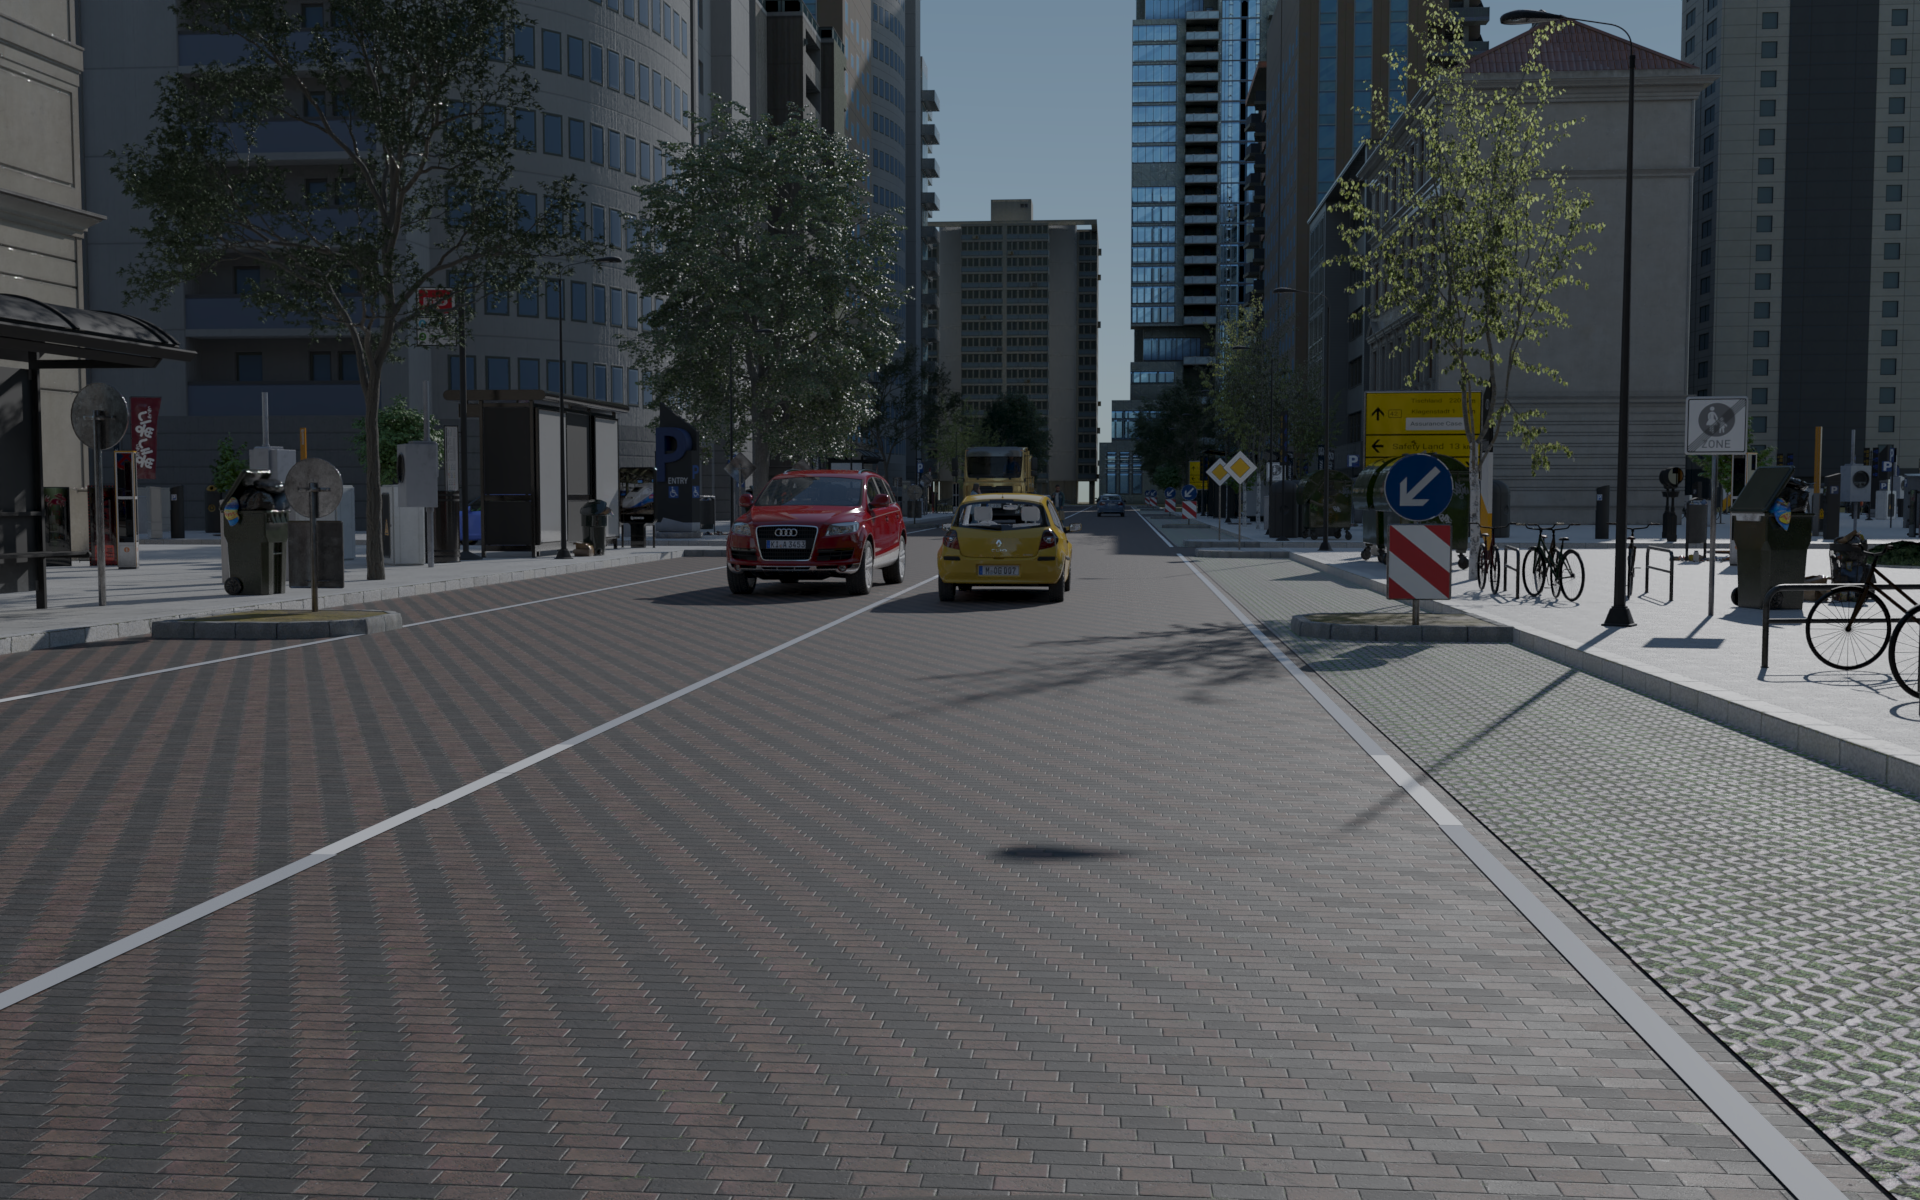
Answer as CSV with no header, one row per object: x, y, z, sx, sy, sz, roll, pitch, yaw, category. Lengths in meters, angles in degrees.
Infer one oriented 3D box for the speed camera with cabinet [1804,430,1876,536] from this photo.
26.765,-3.589,53.009,2.038,3.252,0.660,0,4,-6,speed camera with cabinet

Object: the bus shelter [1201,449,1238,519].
13.967,-6.232,93.169,1.731,3.624,6.357,0,4,5,bus shelter

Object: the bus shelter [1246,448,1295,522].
13.810,-5.149,78.107,2.014,3.302,5.546,0,4,5,bus shelter

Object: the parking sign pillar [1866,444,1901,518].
50.333,-6.486,94.511,1.447,3.967,1.447,0,4,-7,parking sign pillar

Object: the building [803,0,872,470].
-14.577,-29.463,131.834,14.600,45.320,14.200,0,4,5,building

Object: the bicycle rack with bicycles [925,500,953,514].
-1.760,-5.991,111.328,2.852,0.926,2.925,1,4,21,bicycle rack with bicycles

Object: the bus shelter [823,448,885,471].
-4.706,-5.090,77.144,2.014,3.302,5.546,0,4,5,bus shelter

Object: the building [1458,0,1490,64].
32.971,-29.798,137.302,14.600,45.320,14.200,0,4,5,building

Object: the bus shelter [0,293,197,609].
-9.785,-1.397,16.771,2.014,3.302,5.546,0,4,5,bus shelter

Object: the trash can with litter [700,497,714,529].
-9.355,-3.172,63.253,0.624,1.170,1.055,-2,4,-27,trash can with litter

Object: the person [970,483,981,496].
0.462,-2.970,57.323,0.793,1.790,0.793,3,4,39,person

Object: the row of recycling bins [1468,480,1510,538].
15.493,-2.760,52.238,1.069,1.692,3.534,-1,4,-8,row of recycling bins

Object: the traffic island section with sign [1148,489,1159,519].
11.956,-5.564,99.600,1.989,1.847,2.006,0,4,5,traffic island section with sign

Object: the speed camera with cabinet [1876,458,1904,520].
47.172,-5.710,87.690,2.038,3.252,0.660,-2,4,-35,speed camera with cabinet

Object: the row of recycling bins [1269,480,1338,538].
10.304,-2.734,51.806,1.069,1.692,3.534,3,5,39,row of recycling bins

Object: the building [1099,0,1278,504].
33.748,-55.666,222.816,31.000,86.520,22.319,0,4,5,building

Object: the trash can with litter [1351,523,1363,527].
15.272,-3.522,68.636,1.678,1.210,2.233,-1,4,-16,trash can with litter

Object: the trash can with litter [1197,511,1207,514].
16.122,-6.244,113.152,2.233,1.210,1.678,3,5,44,trash can with litter

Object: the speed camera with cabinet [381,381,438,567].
-9.834,-2.233,30.854,0.660,3.252,2.038,-2,4,-30,speed camera with cabinet

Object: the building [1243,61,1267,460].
39.980,-31.750,173.733,22.147,44.769,28.867,0,4,5,building

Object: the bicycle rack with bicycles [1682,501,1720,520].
36.701,-4.534,87.505,2.852,0.926,2.925,0,4,3,bicycle rack with bicycles

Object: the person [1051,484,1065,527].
4.065,-3.840,71.262,0.794,1.824,0.713,3,5,42,person

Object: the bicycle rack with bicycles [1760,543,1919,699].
7.085,0.092,11.874,2.925,0.926,2.852,0,4,-5,bicycle rack with bicycles

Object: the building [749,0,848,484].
-14.706,-20.251,102.802,14.160,30.474,14.107,0,4,5,building

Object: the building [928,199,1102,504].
6.756,-32.972,230.972,23.993,40.220,32.217,0,4,5,building

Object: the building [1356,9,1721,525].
25.732,-14.969,80.902,11.583,22.565,21.152,0,4,5,building

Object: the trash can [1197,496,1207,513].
16.561,-6.532,118.453,0.748,1.137,0.748,0,3,0,trash can

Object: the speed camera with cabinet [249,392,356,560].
-12.798,-2.407,33.698,2.038,3.252,0.660,1,4,19,speed camera with cabinet

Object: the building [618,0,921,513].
-15.501,-37.395,153.410,21.231,58.520,28.212,0,4,5,building

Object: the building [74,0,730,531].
-22.159,-32.443,72.450,21.231,58.520,28.212,0,4,5,building

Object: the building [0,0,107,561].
-31.746,-11.860,27.190,30.059,22.955,16.112,0,4,5,building

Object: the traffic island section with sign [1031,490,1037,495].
7.667,-10.343,177.730,1.989,1.847,2.006,0,4,5,traffic island section with sign

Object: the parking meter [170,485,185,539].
-22.578,-2.541,49.952,0.372,1.533,0.369,0,3,0,parking meter

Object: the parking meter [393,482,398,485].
-19.427,-3.292,59.532,0.399,1.863,0.255,2,4,24,parking meter

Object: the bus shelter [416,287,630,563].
-9.197,-3.582,36.193,2.179,5.291,8.768,0,4,5,bus shelter

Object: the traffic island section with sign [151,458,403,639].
-6.996,-0.581,18.120,1.989,1.847,2.006,0,4,5,traffic island section with sign

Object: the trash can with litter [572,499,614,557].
-7.622,-1.499,35.898,0.624,1.170,1.055,0,4,8,trash can with litter

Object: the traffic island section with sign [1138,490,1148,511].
16.531,-8.601,149.260,1.989,1.847,2.006,0,4,5,traffic island section with sign

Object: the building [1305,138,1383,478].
29.948,-17.557,106.117,14.314,24.678,30.058,0,4,5,building

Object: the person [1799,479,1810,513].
19.949,-2.042,42.106,0.699,1.804,1.509,-2,4,-32,person

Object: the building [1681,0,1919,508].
83.007,-44.956,173.288,20.611,71.187,20.563,0,4,5,building

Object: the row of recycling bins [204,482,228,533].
-23.502,-3.032,56.686,3.534,1.692,1.069,3,4,36,row of recycling bins

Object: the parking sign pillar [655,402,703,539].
-8.223,-3.785,50.364,1.447,3.967,1.447,2,4,26,parking sign pillar

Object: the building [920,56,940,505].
-17.743,-34.372,181.598,30.456,49.044,23.786,0,4,5,building

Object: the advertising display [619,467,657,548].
-7.681,-2.208,41.311,0.974,1.923,0.123,1,4,19,advertising display

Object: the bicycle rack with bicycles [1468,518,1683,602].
7.707,-0.508,21.692,2.852,0.926,2.925,1,4,14,bicycle rack with bicycles

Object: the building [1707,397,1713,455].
78.541,-36.746,220.402,30.456,49.044,23.786,0,4,5,building

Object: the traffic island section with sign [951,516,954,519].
0.552,-5.608,100.321,1.989,1.847,2.006,0,4,5,traffic island section with sign

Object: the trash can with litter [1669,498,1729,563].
14.547,-1.364,33.361,2.233,1.210,1.678,-2,4,-27,trash can with litter

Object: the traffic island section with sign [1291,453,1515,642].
4.429,-0.551,17.644,1.989,1.847,2.006,0,4,5,traffic island section with sign

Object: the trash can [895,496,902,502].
-3.815,-5.789,106.297,0.748,1.137,0.748,0,3,0,trash can

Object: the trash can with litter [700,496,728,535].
-7.572,-2.631,54.079,2.233,1.210,1.678,1,4,11,trash can with litter

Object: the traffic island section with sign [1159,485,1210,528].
9.489,-3.922,72.758,1.989,1.847,2.006,0,4,5,traffic island section with sign

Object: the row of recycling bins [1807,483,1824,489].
39.497,-4.441,79.730,1.069,1.692,3.534,1,4,18,row of recycling bins

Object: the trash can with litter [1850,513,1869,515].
55.525,-5.784,105.629,1.678,1.210,2.233,-2,4,-32,trash can with litter

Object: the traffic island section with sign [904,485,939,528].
-1.909,-3.966,73.478,1.989,1.847,2.006,0,4,5,traffic island section with sign

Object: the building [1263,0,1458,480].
34.293,-30.692,151.918,14.600,45.320,14.200,0,4,5,building
